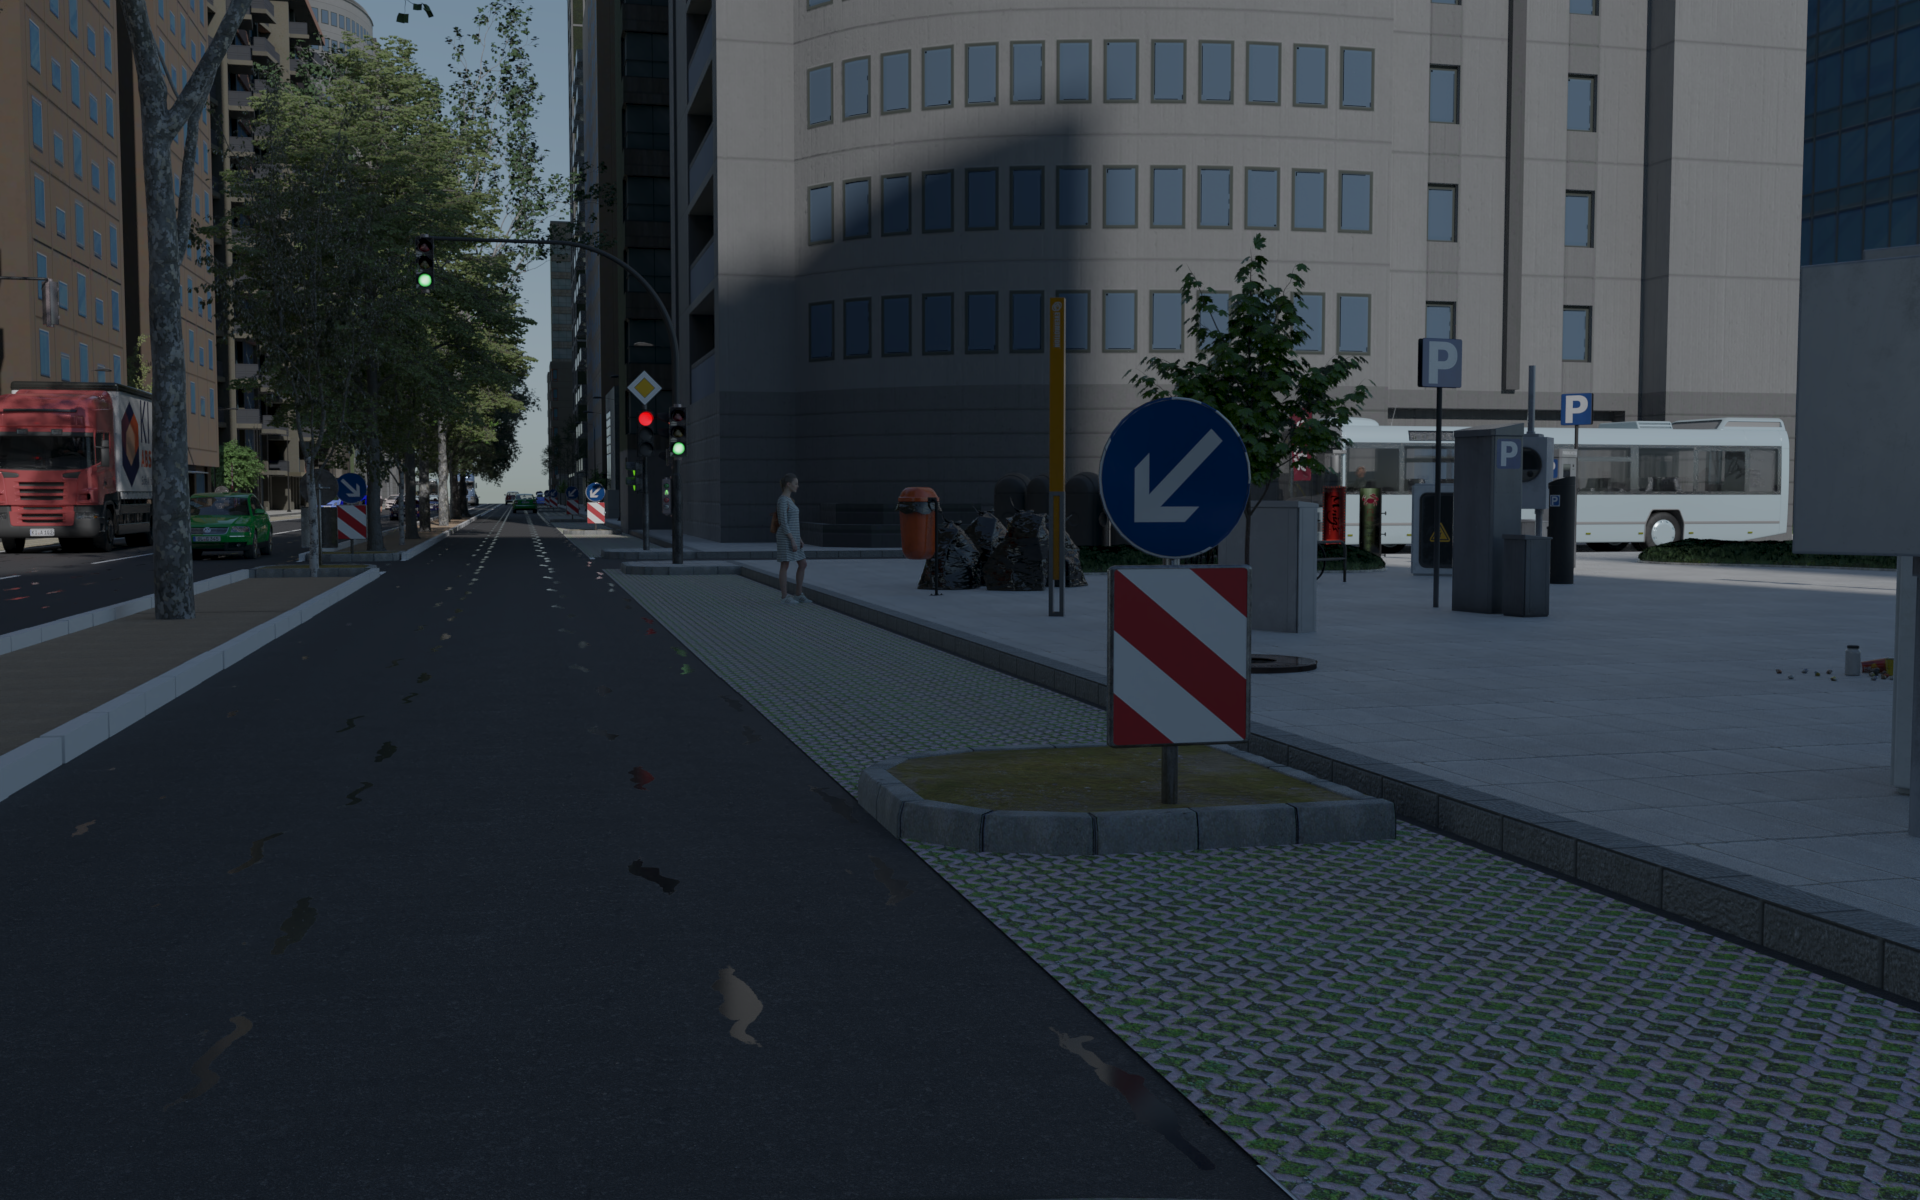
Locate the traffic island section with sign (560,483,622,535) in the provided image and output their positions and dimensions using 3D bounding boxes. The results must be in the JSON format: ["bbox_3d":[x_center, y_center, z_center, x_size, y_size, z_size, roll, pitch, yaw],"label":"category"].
[{"bbox_3d":[-13.086,-3.236,61.543,1.989,1.847,2.006,-1,4,-14],"label":"traffic island section with sign"}]

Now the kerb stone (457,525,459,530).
[{"bbox_3d":[-19.498,-2.727,66.823,0.120,0.150,1.000,-1,4,-14],"label":"kerb stone"}]

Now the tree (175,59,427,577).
[{"bbox_3d":[-10.993,-4.672,29.208,4.360,8.622,3.978,0,3,0],"label":"tree"}]

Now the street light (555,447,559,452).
[{"bbox_3d":[-35.763,-11.316,157.557,1.470,5.913,1.316,-1,4,-14],"label":"street light"}]

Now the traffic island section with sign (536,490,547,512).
[{"bbox_3d":[-31.960,-7.767,135.613,1.989,1.847,2.006,-1,4,-14],"label":"traffic island section with sign"}]

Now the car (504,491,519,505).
[{"bbox_3d":[-59.503,-13.568,230.507,2.281,1.827,5.304,-1,4,-14],"label":"car"}]

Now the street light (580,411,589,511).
[{"bbox_3d":[-20.352,-7.612,96.994,1.470,5.913,1.316,-1,4,-14],"label":"street light"}]

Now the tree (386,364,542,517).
[{"bbox_3d":[-30.658,-11.443,106.561,9.611,12.733,9.660,0,3,0],"label":"tree"}]

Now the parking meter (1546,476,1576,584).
[{"bbox_3d":[8.588,-0.999,24.752,0.372,1.533,0.369,0,3,0],"label":"parking meter"}]

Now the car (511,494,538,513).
[{"bbox_3d":[-32.822,-7.446,130.545,1.959,1.807,4.718,-1,4,-15],"label":"car"}]

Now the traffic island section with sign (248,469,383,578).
[{"bbox_3d":[-11.363,-1.369,30.525,2.006,1.907,1.989,-1,4,-14],"label":"traffic island section with sign"}]

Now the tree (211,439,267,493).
[{"bbox_3d":[-43.929,-7.381,104.388,4.285,4.588,4.351,0,3,0],"label":"tree"}]

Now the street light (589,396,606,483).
[{"bbox_3d":[-16.748,-6.725,82.492,1.470,5.913,1.316,-1,4,-14],"label":"street light"}]

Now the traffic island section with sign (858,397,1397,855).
[{"bbox_3d":[0.595,0.050,7.813,1.989,1.847,2.006,-1,4,-14],"label":"traffic island section with sign"}]

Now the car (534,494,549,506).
[{"bbox_3d":[-51.288,-12.413,212.545,1.945,1.707,3.694,-1,4,-14],"label":"car"}]

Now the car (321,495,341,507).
[{"bbox_3d":[-46.555,-7.229,127.786,1.945,1.707,3.694,-1,4,-15],"label":"car"}]

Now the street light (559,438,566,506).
[{"bbox_3d":[-31.987,-10.392,142.452,1.470,5.913,1.316,-1,4,-14],"label":"street light"}]

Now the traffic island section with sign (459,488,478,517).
[{"bbox_3d":[-31.739,-6.262,110.526,2.006,1.907,1.989,-1,4,-14],"label":"traffic island section with sign"}]

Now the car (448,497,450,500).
[{"bbox_3d":[-70.973,-13.757,237.287,2.083,1.381,4.827,-1,4,-15],"label":"car"}]

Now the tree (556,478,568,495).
[{"bbox_3d":[-46.434,-12.734,202.805,1.663,3.219,1.824,0,3,0],"label":"tree"}]

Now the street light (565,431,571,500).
[{"bbox_3d":[-28.182,-9.508,128.001,1.470,5.913,1.316,-1,4,-14],"label":"street light"}]

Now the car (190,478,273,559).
[{"bbox_3d":[-16.736,-1.865,39.282,1.959,1.807,4.718,-1,4,-15],"label":"car"}]

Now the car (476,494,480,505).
[{"bbox_3d":[-65.215,-13.600,231.407,2.155,1.783,4.494,-1,4,-16],"label":"car"}]

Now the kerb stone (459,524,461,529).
[{"bbox_3d":[-19.998,-2.845,68.807,0.120,0.150,1.000,-1,4,-14],"label":"kerb stone"}]

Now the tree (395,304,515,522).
[{"bbox_3d":[-26.097,-9.732,87.332,9.928,11.665,9.643,0,3,0],"label":"tree"}]

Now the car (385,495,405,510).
[{"bbox_3d":[-51.827,-8.995,159.429,2.083,1.381,4.827,-1,4,-13],"label":"car"}]

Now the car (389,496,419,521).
[{"bbox_3d":[-30.119,-5.014,94.558,1.945,1.354,3.894,-1,4,-13],"label":"car"}]

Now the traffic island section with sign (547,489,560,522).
[{"bbox_3d":[-19.784,-4.844,87.822,1.989,1.847,2.006,-1,4,-14],"label":"traffic island section with sign"}]

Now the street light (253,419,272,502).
[{"bbox_3d":[-43.662,-8.355,109.141,1.470,5.913,1.316,-1,4,-14],"label":"street light"}]

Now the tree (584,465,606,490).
[{"bbox_3d":[-24.083,-7.360,114.939,1.663,3.219,1.824,0,3,0],"label":"tree"}]

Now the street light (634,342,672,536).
[{"bbox_3d":[-9.288,-4.940,53.315,1.470,5.913,1.316,-1,4,-14],"label":"street light"}]

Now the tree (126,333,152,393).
[{"bbox_3d":[-35.796,-7.584,74.353,4.737,8.622,4.395,0,3,0],"label":"tree"}]

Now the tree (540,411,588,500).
[{"bbox_3d":[-43.617,-15.873,193.930,7.601,10.594,8.767,2,4,29],"label":"tree"}]

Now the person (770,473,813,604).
[{"bbox_3d":[-2.218,-0.794,22.492,0.522,1.701,0.512,0,4,7],"label":"person"}]

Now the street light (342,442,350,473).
[{"bbox_3d":[-54.721,-11.016,152.657,1.470,5.913,1.316,-1,4,-14],"label":"street light"}]

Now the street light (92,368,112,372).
[{"bbox_3d":[-32.022,-5.594,63.995,1.470,5.913,1.316,-1,4,-14],"label":"street light"}]

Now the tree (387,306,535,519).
[{"bbox_3d":[-28.362,-11.490,96.977,9.857,13.997,8.962,0,3,0],"label":"tree"}]

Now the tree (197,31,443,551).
[{"bbox_3d":[-14.313,-7.441,42.249,7.486,12.596,7.792,0,3,0],"label":"tree"}]

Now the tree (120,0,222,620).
[{"bbox_3d":[-7.596,-9.806,18.682,12.611,20.169,13.585,0,3,0],"label":"tree"}]

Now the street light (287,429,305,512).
[{"bbox_3d":[-47.379,-9.240,123.614,1.470,5.913,1.316,-1,4,-14],"label":"street light"}]

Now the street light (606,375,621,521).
[{"bbox_3d":[-12.943,-5.826,67.804,1.470,5.913,1.316,-1,4,-14],"label":"street light"}]

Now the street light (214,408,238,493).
[{"bbox_3d":[-39.475,-7.371,93.057,1.470,5.913,1.316,-1,4,-14],"label":"street light"}]

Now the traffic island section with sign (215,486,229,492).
[{"bbox_3d":[-35.546,-4.574,83.409,1.989,1.847,2.006,-1,4,-14],"label":"traffic island section with sign"}]

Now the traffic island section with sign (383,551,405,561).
[{"bbox_3d":[-13.182,-1.809,37.706,2.006,1.907,1.989,-1,4,-14],"label":"traffic island section with sign"}]

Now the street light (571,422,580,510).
[{"bbox_3d":[-24.108,-8.516,111.781,1.470,5.913,1.316,-1,4,-14],"label":"street light"}]

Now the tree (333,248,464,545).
[{"bbox_3d":[-15.715,-5.847,48.411,4.737,8.622,4.395,0,3,0],"label":"tree"}]

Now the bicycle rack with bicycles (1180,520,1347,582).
[{"bbox_3d":[4.156,-0.724,25.224,2.925,0.926,2.852,-3,5,-43],"label":"bicycle rack with bicycles"}]

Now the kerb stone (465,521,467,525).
[{"bbox_3d":[-21.776,-3.272,75.762,0.120,0.150,1.000,-1,4,-14],"label":"kerb stone"}]

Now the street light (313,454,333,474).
[{"bbox_3d":[-50.988,-10.127,138.115,1.470,5.913,1.316,-1,4,-14],"label":"street light"}]

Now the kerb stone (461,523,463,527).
[{"bbox_3d":[-20.508,-2.972,70.794,0.120,0.150,1.000,-1,4,-14],"label":"kerb stone"}]

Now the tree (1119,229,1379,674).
[{"bbox_3d":[2.250,-1.107,12.708,1.663,3.219,1.824,0,3,0],"label":"tree"}]

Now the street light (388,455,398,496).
[{"bbox_3d":[-71.666,-15.092,219.290,1.470,5.913,1.316,-1,4,-14],"label":"street light"}]

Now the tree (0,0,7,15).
[{"bbox_3d":[-5.400,-5.668,5.505,12.009,13.543,11.850,0,3,0],"label":"tree"}]

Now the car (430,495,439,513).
[{"bbox_3d":[-40.724,-7.371,133.102,1.945,1.354,3.894,-1,4,-14],"label":"car"}]

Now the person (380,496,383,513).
[{"bbox_3d":[-43.997,-7.320,131.365,0.799,1.438,0.628,2,4,31],"label":"person"}]
